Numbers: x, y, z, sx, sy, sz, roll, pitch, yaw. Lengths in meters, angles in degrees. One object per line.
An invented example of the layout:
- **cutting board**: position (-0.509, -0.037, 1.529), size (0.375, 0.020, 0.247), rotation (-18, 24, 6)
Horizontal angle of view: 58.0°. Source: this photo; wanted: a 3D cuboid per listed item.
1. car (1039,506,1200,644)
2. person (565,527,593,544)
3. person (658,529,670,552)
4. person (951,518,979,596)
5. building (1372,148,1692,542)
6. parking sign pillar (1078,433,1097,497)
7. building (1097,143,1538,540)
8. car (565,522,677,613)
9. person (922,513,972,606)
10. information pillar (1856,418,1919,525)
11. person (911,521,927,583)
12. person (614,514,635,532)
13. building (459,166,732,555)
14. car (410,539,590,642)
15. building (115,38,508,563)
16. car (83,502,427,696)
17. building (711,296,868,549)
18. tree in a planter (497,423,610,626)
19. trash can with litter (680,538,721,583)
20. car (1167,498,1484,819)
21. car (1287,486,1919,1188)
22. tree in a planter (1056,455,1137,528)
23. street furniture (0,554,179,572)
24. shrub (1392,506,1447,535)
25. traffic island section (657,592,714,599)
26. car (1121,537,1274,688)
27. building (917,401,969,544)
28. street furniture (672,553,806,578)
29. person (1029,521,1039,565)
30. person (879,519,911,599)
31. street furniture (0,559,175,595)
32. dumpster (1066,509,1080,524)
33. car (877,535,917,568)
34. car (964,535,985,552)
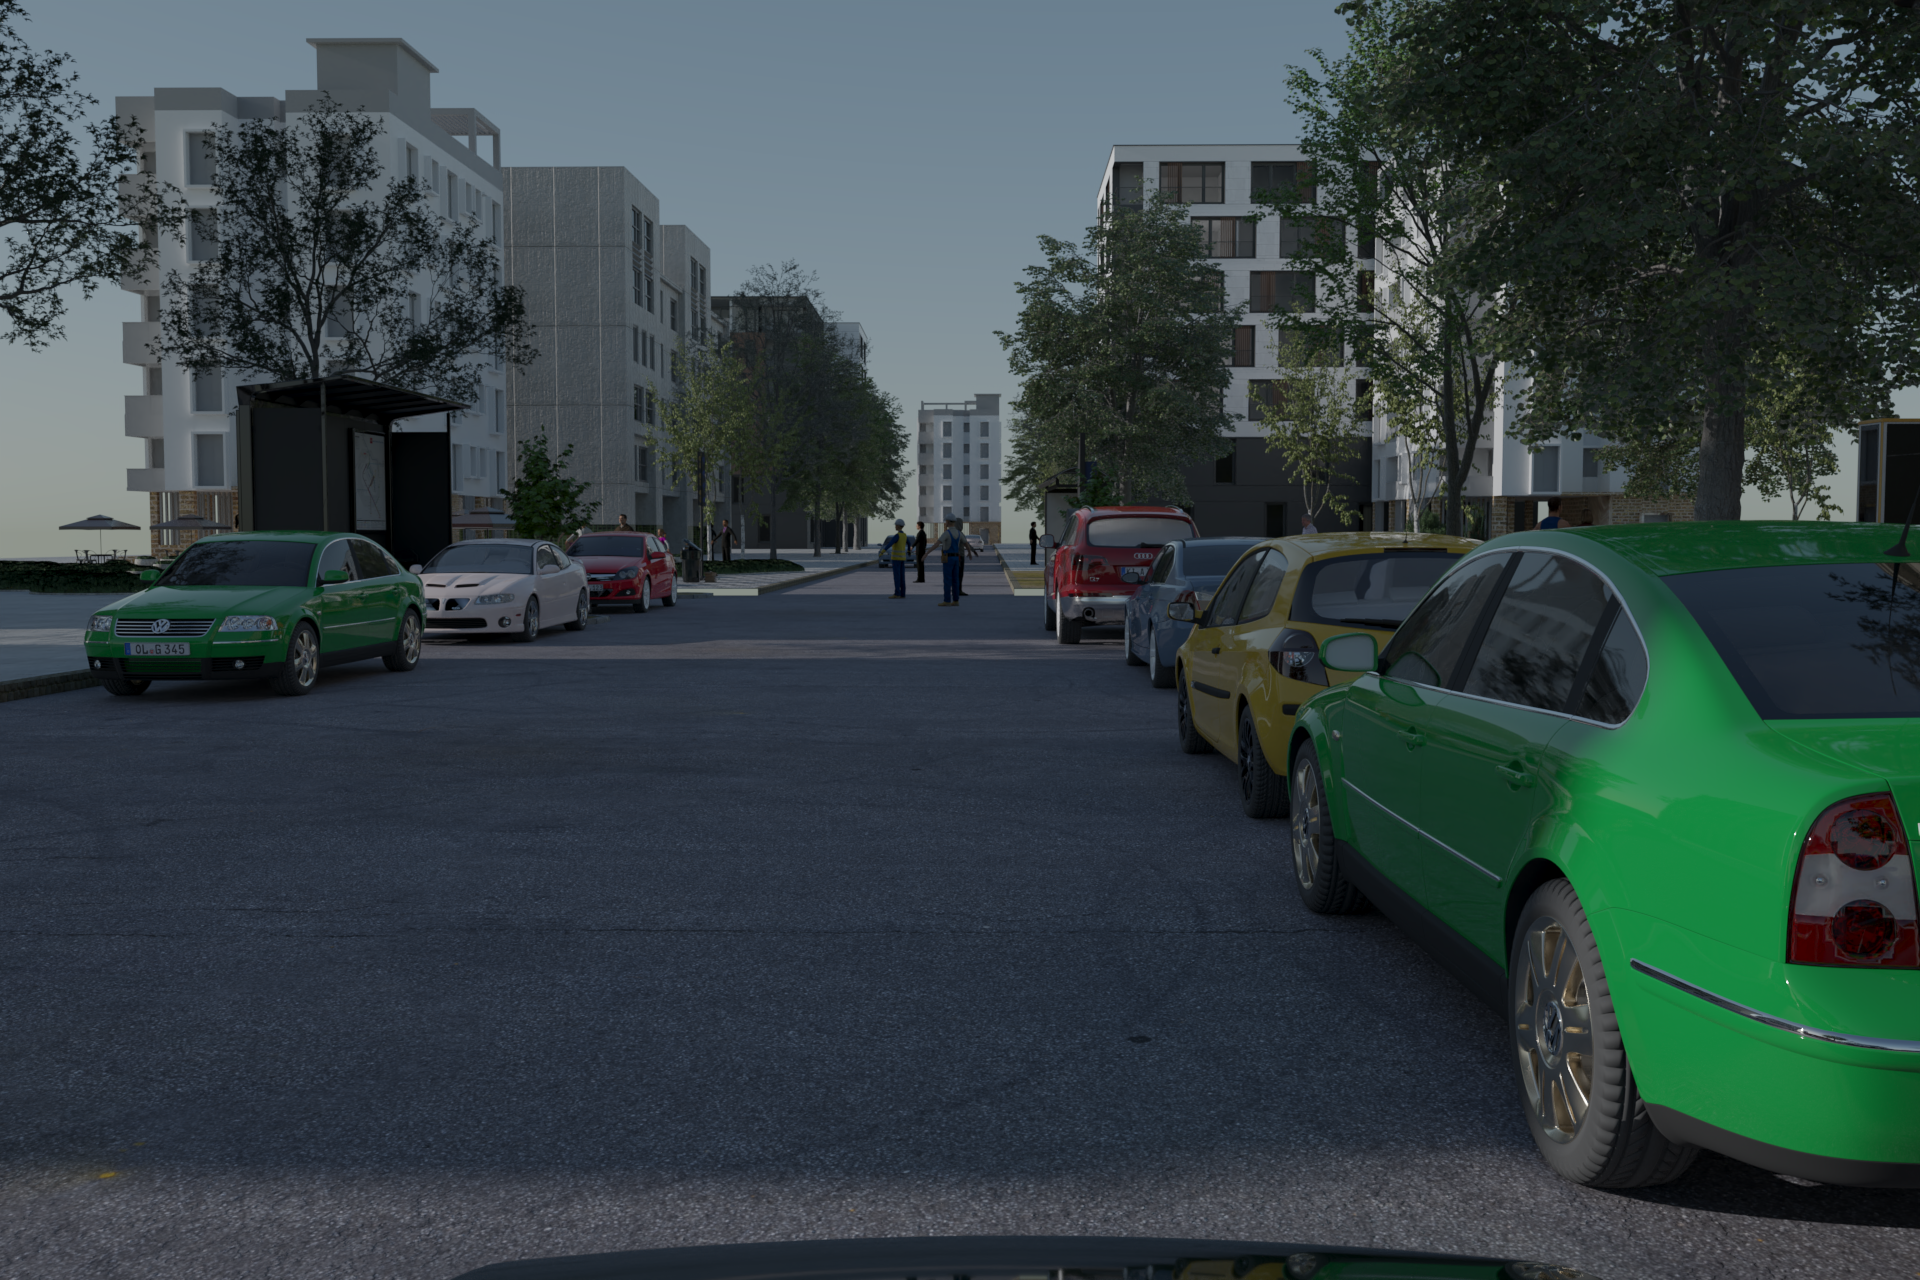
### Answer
- **car**: position (2.270, -0.943, 24.090), size (2.281, 1.827, 5.304), rotation (0, 4, 0)
- **person**: position (-13.816, -3.509, 63.558), size (1.347, 1.806, 0.705), rotation (0, 4, 6)
- **person**: position (-8.369, -2.381, 48.191), size (0.991, 1.433, 0.599), rotation (3, 5, 44)
- **person**: position (-0.018, -1.937, 40.262), size (0.705, 1.813, 1.348), rotation (-2, 4, -32)
- **building**: position (26.275, -14.123, 87.323), size (16.016, 20.090, 11.380), rotation (0, 4, 1)
- **parking sign pillar**: position (3.408, -3.565, 46.765), size (1.447, 3.967, 1.447), rotation (0, 4, 2)
- **building**: position (22.268, -16.105, 107.292), size (27.936, 21.610, 32.646), rotation (0, 4, 1)
- **car**: position (-6.559, -1.456, 32.849), size (2.155, 1.783, 4.494), rotation (0, 4, 1)
- **person**: position (-0.204, -1.597, 34.419), size (1.347, 1.847, 0.705), rotation (-3, 5, -44)
- **information pillar**: position (5.989, -0.409, 11.172), size (0.304, 2.012, 0.304), rotation (0, 4, 1)
- **person**: position (-1.191, -2.588, 50.960), size (0.705, 1.806, 1.347), rotation (1, 4, 17)
- **person**: position (-8.895, -2.419, 45.681), size (1.346, 1.812, 0.704), rotation (2, 4, 30)
- **building**: position (-24.046, -14.256, 99.546), size (16.747, 18.905, 31.486), rotation (0, 4, 2)
- **car**: position (-6.545, -0.739, 24.446), size (2.083, 1.381, 4.827), rotation (0, 4, 1)
- **building**: position (-26.267, -12.918, 67.621), size (16.016, 20.090, 11.380), rotation (0, 4, 1)
- **car**: position (-6.639, -0.486, 16.748), size (1.959, 1.807, 4.718), rotation (0, 4, 1)
- **building**: position (-23.633, -19.645, 165.166), size (27.936, 21.610, 32.646), rotation (0, 4, 0)
- **tree in a planter**: position (-6.753, -1.877, 27.913), size (1.991, 3.239, 1.994), rotation (0, 4, 2)
- **trash can with litter**: position (-6.876, -2.110, 45.886), size (1.055, 1.170, 0.624), rotation (0, 4, 3)
- **car**: position (2.286, 0.005, 10.147), size (2.015, 1.641, 3.980), rotation (0, 4, 0)
- **car**: position (2.185, 0.221, 5.179), size (1.959, 1.807, 4.718), rotation (0, 4, 0)
- **tree in a planter**: position (3.072, -2.561, 39.099), size (1.991, 3.239, 1.994), rotation (0, 4, 0)
- **street furniture**: position (-28.389, -2.260, 52.579), size (10.072, 0.657, 5.734), rotation (1, 4, 17)
- **shrub**: position (13.045, -2.733, 48.718), size (1.661, 2.075, 1.752), rotation (0, 3, 0)
- **traffic island section**: position (-6.646, -0.999, 39.208), size (1.991, 0.108, 1.994), rotation (0, 4, 1)
- **car**: position (2.663, -0.329, 17.380), size (2.014, 1.417, 4.499), rotation (0, 4, 0)
- **building**: position (-5.536, -23.175, 237.781), size (11.380, 20.090, 16.016), rotation (0, 4, 6)
- **street furniture**: position (-8.700, -2.437, 55.463), size (5.734, 0.657, 10.072), rotation (1, 4, 19)
- **person**: position (3.096, -4.040, 72.241), size (0.705, 1.806, 1.347), rotation (1, 4, 20)
- **person**: position (-1.424, -1.813, 38.557), size (0.721, 1.772, 1.216), rotation (2, 4, 31)
- **street furniture**: position (-19.121, -1.588, 41.591), size (5.734, 0.657, 10.072), rotation (1, 4, 12)
- **dumpster**: position (2.681, -1.279, 29.134), size (1.865, 1.857, 1.264), rotation (0, 4, 1)
- **car**: position (-2.544, -3.836, 74.718), size (2.014, 1.417, 4.499), rotation (0, 4, 1)
- **car**: position (0.970, -7.745, 138.992), size (2.083, 1.381, 4.827), rotation (0, 4, 1)
